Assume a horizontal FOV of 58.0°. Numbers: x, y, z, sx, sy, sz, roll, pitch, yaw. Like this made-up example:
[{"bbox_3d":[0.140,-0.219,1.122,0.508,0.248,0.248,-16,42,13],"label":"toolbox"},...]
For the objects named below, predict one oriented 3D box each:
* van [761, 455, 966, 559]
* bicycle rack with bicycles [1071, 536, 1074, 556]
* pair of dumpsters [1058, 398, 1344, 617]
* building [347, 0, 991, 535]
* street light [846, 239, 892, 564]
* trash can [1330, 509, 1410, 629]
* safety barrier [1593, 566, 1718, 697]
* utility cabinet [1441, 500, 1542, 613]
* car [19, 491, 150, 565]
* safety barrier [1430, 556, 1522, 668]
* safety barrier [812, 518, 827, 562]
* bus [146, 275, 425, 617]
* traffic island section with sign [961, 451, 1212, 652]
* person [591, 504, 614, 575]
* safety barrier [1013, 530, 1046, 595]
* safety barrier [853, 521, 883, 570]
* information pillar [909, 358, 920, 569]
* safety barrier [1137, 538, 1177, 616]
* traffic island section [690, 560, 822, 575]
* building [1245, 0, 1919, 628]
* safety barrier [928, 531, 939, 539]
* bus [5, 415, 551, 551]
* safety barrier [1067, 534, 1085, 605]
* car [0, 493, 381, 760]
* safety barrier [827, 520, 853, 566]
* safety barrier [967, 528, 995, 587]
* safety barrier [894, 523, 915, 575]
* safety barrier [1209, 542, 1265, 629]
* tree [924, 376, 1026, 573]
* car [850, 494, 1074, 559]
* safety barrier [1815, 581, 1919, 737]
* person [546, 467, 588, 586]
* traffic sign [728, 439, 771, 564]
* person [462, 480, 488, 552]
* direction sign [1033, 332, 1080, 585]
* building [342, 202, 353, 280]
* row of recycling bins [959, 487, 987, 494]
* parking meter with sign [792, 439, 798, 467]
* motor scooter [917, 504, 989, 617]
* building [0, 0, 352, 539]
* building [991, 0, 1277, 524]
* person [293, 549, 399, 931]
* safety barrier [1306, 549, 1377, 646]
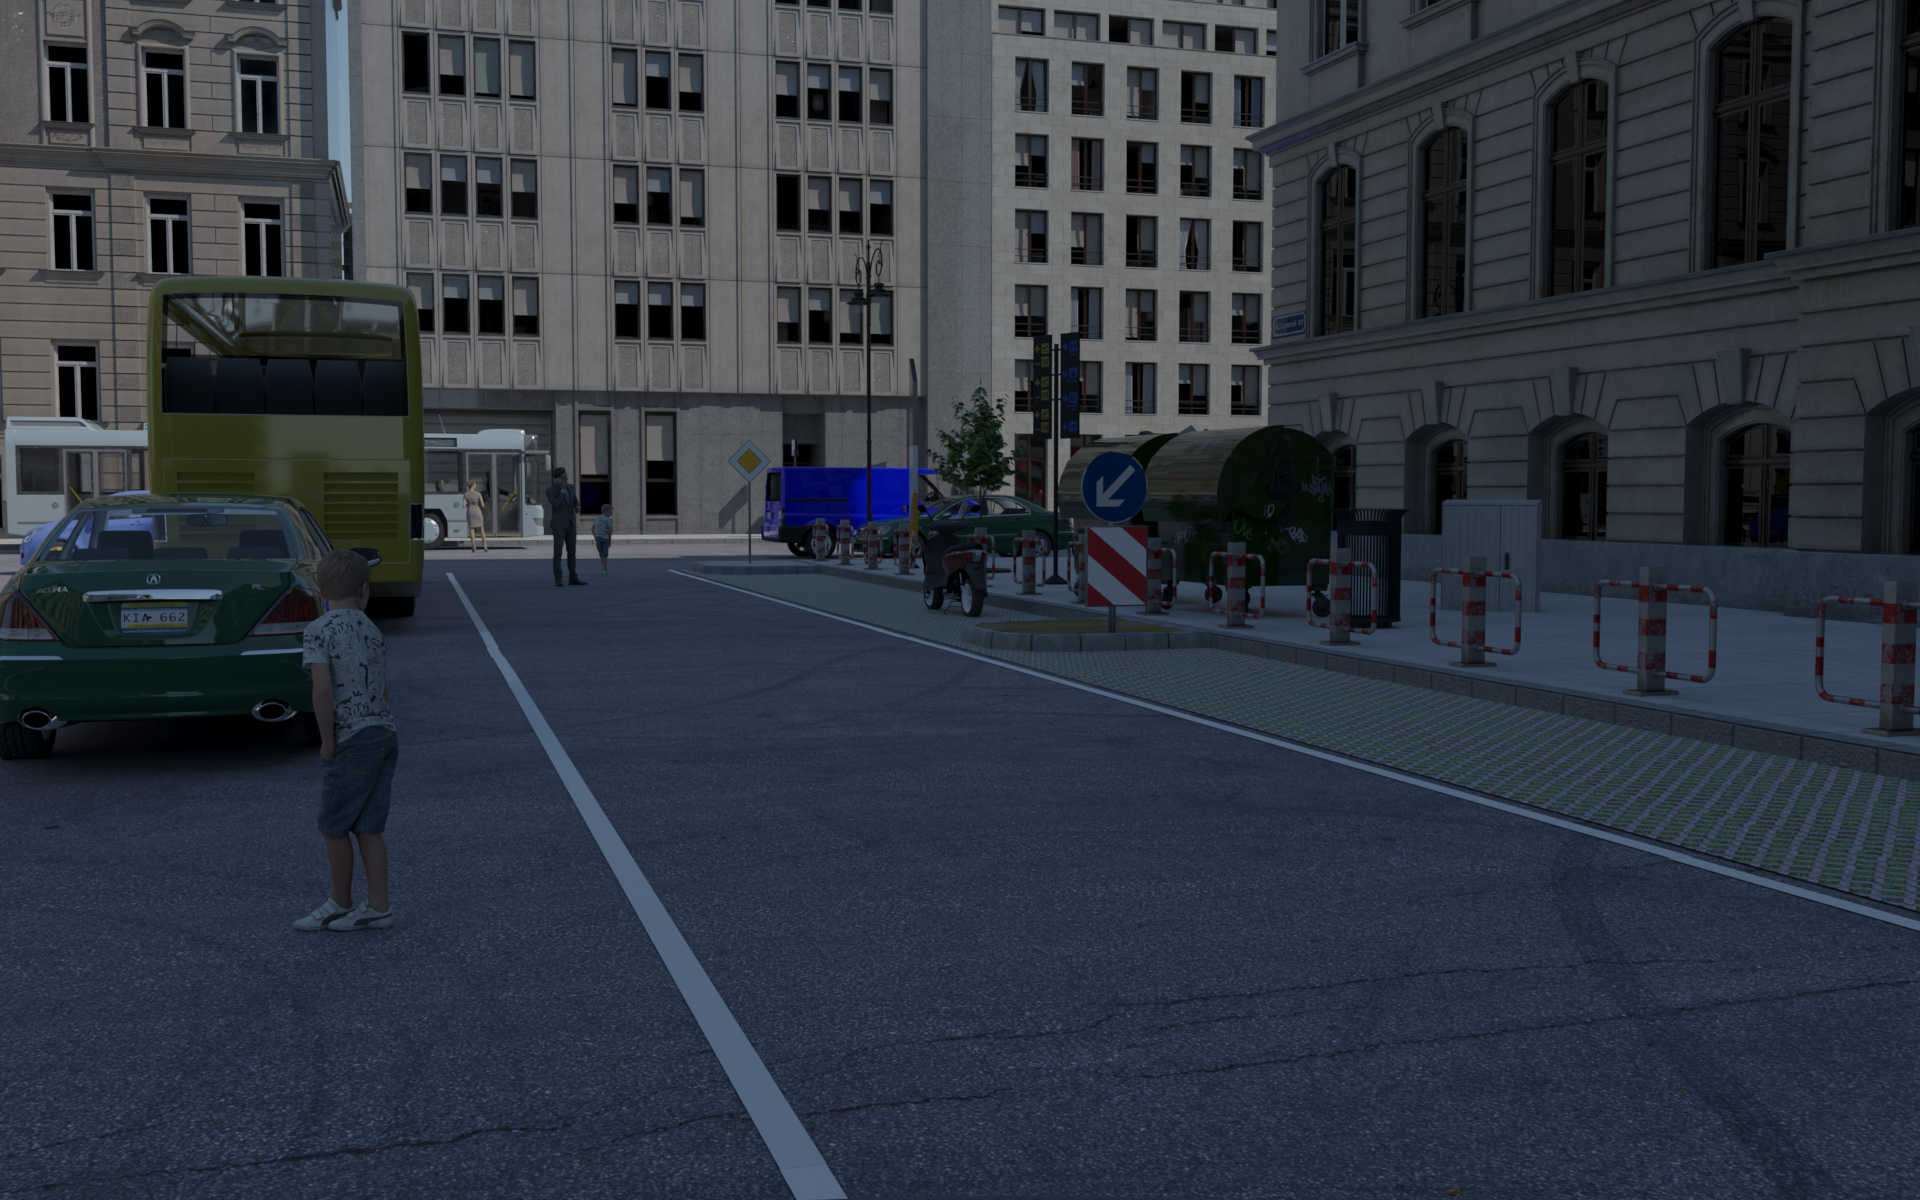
[{"bbox_3d":[-1.817,-2.152,39.571,5.245,2.365,2.240,-1,4,-19],"label":"van"},{"bbox_3d":[3.423,-1.214,33.227,2.925,0.926,2.852,-2,4,-27],"label":"bicycle rack with bicycles"},{"bbox_3d":[2.632,-1.054,19.733,1.574,2.255,4.437,-1,4,-18],"label":"pair of dumpsters"},{"bbox_3d":[-10.268,-14.769,59.503,19.932,24.808,12.078,-1,4,-18],"label":"building"},{"bbox_3d":[-1.661,-3.598,31.613,0.468,5.910,1.993,-1,4,-18],"label":"street light"},{"bbox_3d":[3.941,-0.308,16.696,0.748,1.137,0.748,0,3,0],"label":"trash can"},{"bbox_3d":[4.422,0.196,11.063,0.300,0.817,1.120,-1,4,-18],"label":"safety barrier"},{"bbox_3d":[5.829,-0.480,19.017,1.020,1.237,0.306,2,4,26],"label":"utility cabinet"},{"bbox_3d":[-15.066,-1.344,31.570,3.694,1.707,1.945,-1,4,-18],"label":"car"},{"bbox_3d":[3.826,0.085,12.893,0.300,0.817,1.120,-1,4,-18],"label":"safety barrier"},{"bbox_3d":[-2.656,-1.145,32.995,0.300,0.817,1.120,-1,4,-18],"label":"safety barrier"},{"bbox_3d":[-8.417,-1.901,22.632,2.896,3.916,12.252,-1,4,-18],"label":"bus"},{"bbox_3d":[1.089,-0.488,16.614,1.989,1.847,2.006,-1,4,-18],"label":"traffic island section with sign"},{"bbox_3d":[-6.375,-1.084,30.906,0.352,1.250,0.332,-3,5,-44],"label":"person"},{"bbox_3d":[0.879,-0.475,22.033,0.300,0.817,1.120,-1,4,-18],"label":"safety barrier"},{"bbox_3d":[-1.478,-0.922,29.347,0.300,0.817,1.120,-1,4,-18],"label":"safety barrier"},{"bbox_3d":[-0.801,-2.350,29.783,0.183,3.616,0.504,-1,4,-9],"label":"information pillar"},{"bbox_3d":[2.053,-0.251,18.384,0.300,0.817,1.120,-1,4,-18],"label":"safety barrier"},{"bbox_3d":[-3.862,-0.595,32.006,2.009,0.180,2.903,-1,4,-18],"label":"traffic island section"},{"bbox_3d":[15.347,-11.970,14.797,14.460,24.649,34.723,-1,4,-18],"label":"building"},{"bbox_3d":[-0.297,-0.698,25.683,0.300,0.817,1.120,-1,4,-18],"label":"safety barrier"},{"bbox_3d":[-16.601,-3.010,44.070,13.247,3.499,2.948,-1,4,-19],"label":"bus"},{"bbox_3d":[1.467,-0.363,20.209,0.300,0.817,1.120,-1,4,-18],"label":"safety barrier"},{"bbox_3d":[-4.785,0.051,10.962,2.131,1.459,4.920,-1,4,-18],"label":"car"},{"bbox_3d":[-2.068,-1.033,31.171,0.300,0.817,1.120,-1,4,-18],"label":"safety barrier"},{"bbox_3d":[0.286,-0.586,23.857,0.300,0.817,1.120,-1,4,-18],"label":"safety barrier"},{"bbox_3d":[-0.886,-0.809,27.507,0.300,0.817,1.120,-1,4,-18],"label":"safety barrier"},{"bbox_3d":[2.642,-0.140,16.559,0.300,0.817,1.120,-1,4,-18],"label":"safety barrier"},{"bbox_3d":[0.436,-2.074,28.513,1.663,3.219,1.824,0,3,0],"label":"tree"},{"bbox_3d":[0.063,-1.549,37.128,4.920,1.459,2.131,-1,4,-18],"label":"car"},{"bbox_3d":[5.005,0.308,9.236,0.300,0.817,1.120,-1,4,-18],"label":"safety barrier"},{"bbox_3d":[-6.108,-1.143,27.000,0.447,1.846,0.655,3,4,36],"label":"person"},{"bbox_3d":[-3.883,-1.730,31.922,0.795,2.450,0.064,-1,4,-18],"label":"traffic sign"},{"bbox_3d":[-11.915,-2.062,42.551,0.599,1.781,0.374,-1,4,-19],"label":"person"},{"bbox_3d":[1.362,-1.993,24.576,0.379,3.537,0.876,-3,5,-44],"label":"direction sign"},{"bbox_3d":[-65.733,-32.315,220.233,23.993,40.220,32.217,-1,4,-18],"label":"building"},{"bbox_3d":[0.219,-2.891,54.379,1.069,1.692,3.534,0,4,-5],"label":"row of recycling bins"},{"bbox_3d":[-4.427,-3.591,54.966,1.738,3.016,0.543,-1,4,-17],"label":"parking meter with sign"},{"bbox_3d":[-0.075,-0.484,20.697,0.815,1.314,1.986,-1,4,-19],"label":"motor scooter"},{"bbox_3d":[-31.987,-15.644,53.036,25.104,27.353,12.463,-1,4,-18],"label":"building"},{"bbox_3d":[7.476,-12.848,64.824,16.860,20.320,10.420,-1,4,-18],"label":"building"},{"bbox_3d":[-2.018,0.459,5.682,0.332,1.250,0.352,-2,4,-30],"label":"person"},{"bbox_3d":[3.235,-0.027,14.722,0.300,0.817,1.120,-1,4,-18],"label":"safety barrier"}]
